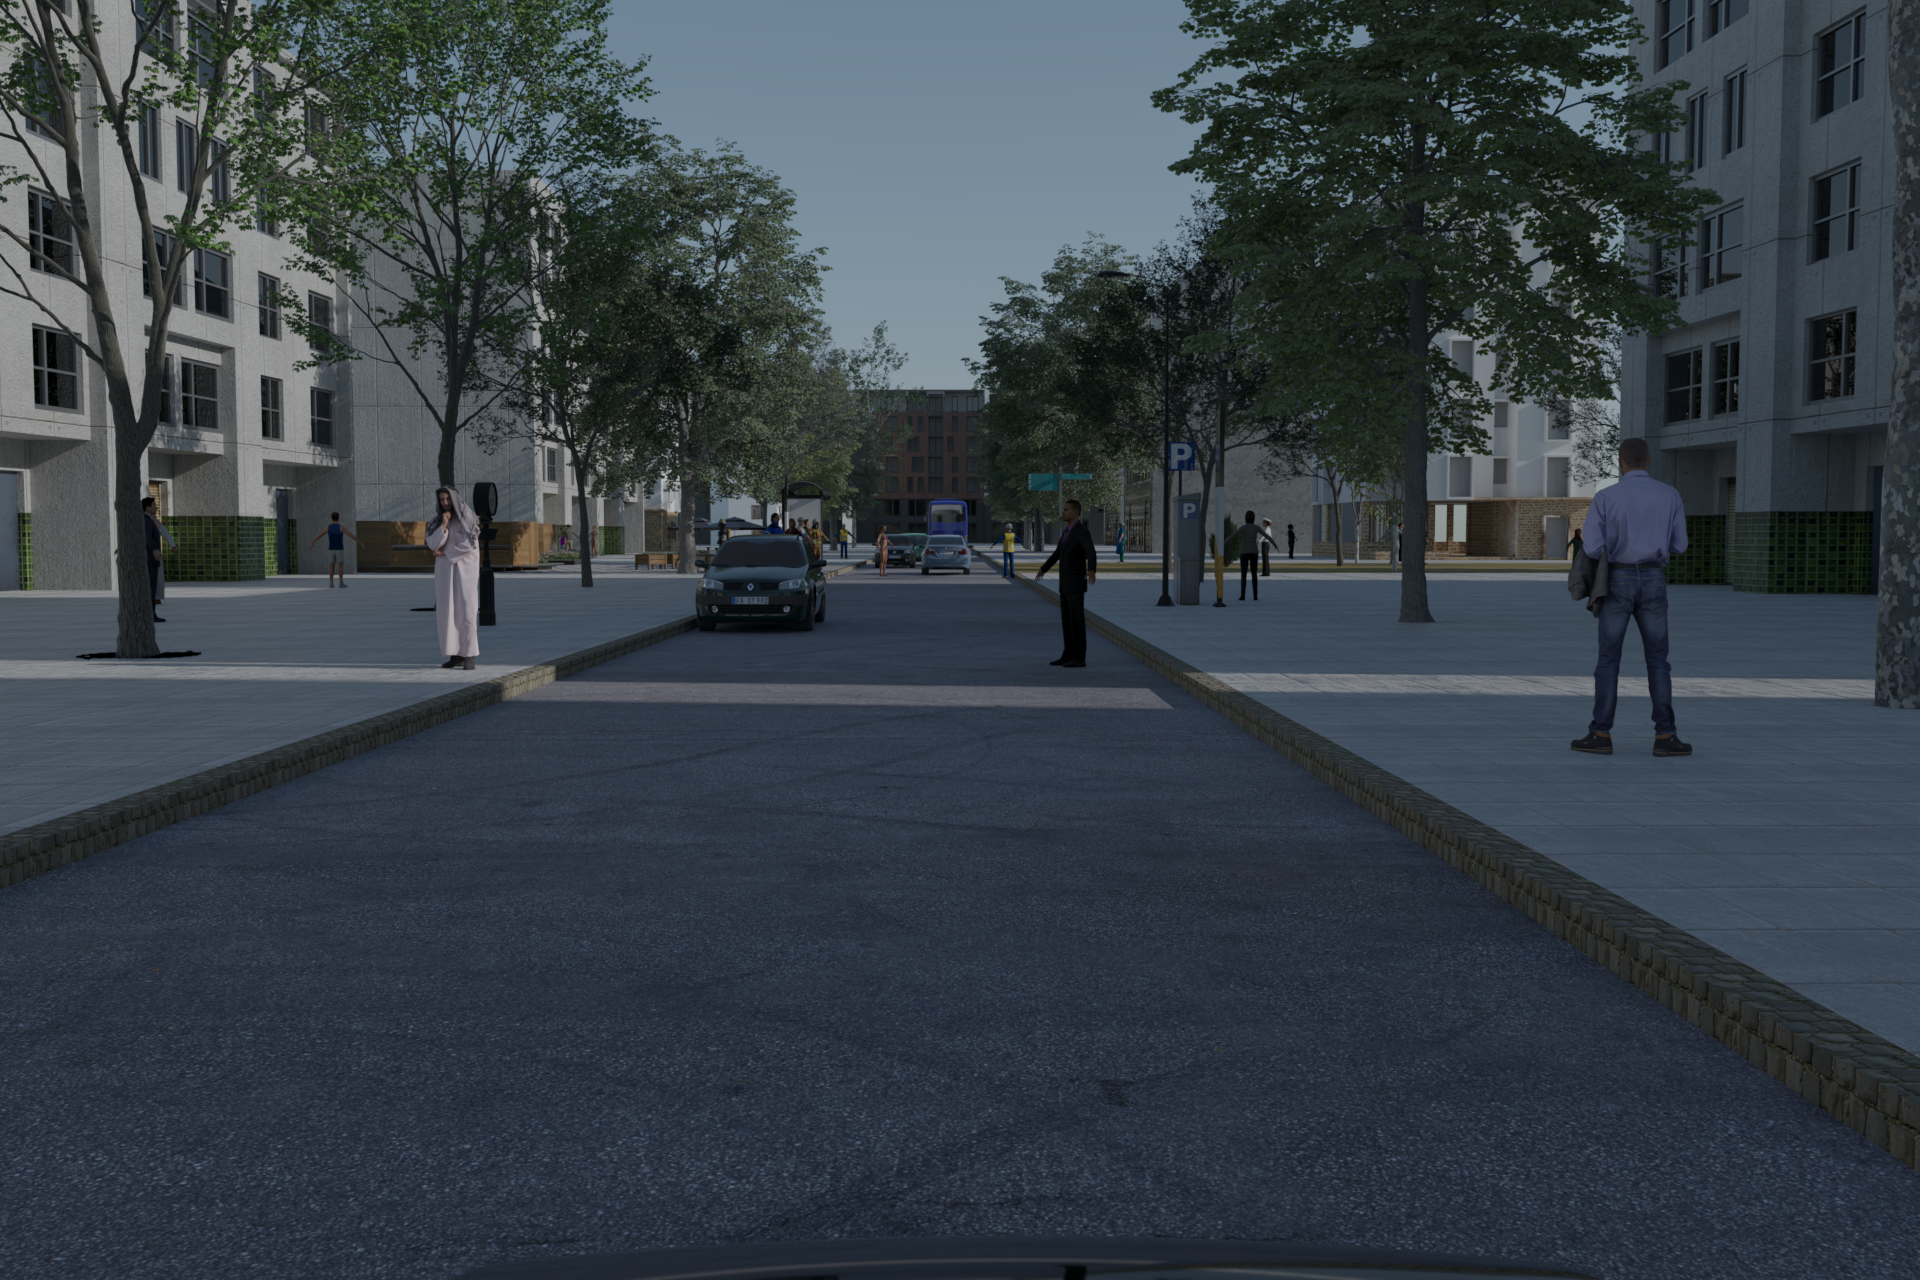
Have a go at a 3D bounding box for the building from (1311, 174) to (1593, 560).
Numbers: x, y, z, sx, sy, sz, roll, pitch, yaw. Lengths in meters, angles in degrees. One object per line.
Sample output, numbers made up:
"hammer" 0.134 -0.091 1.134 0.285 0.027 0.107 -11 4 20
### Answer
"building" 25.249 -14.752 97.608 16.016 20.090 11.380 0 4 0

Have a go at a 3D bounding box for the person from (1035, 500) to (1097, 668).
"person" 1.192 -0.615 18.732 0.704 1.802 1.346 -1 4 -23

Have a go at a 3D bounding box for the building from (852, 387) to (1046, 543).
"building" 1.161 -24.892 253.412 32.646 21.610 27.936 0 4 0

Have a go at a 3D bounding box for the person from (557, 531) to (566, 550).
"person" -18.775 -4.426 81.626 0.599 1.433 0.991 -3 4 -36

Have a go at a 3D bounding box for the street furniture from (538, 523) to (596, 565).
"street furniture" -18.870 -4.074 73.462 11.010 1.723 9.812 0 4 -7

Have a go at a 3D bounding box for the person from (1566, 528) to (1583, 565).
"person" 16.570 -2.271 46.347 0.989 1.438 0.599 -2 4 -25

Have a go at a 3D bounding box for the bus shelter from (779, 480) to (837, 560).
"bus shelter" -6.023 -4.547 68.267 2.014 3.302 5.546 0 4 -1

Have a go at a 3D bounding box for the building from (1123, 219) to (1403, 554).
"building" 21.755 -17.805 122.044 19.493 23.208 18.063 0 3 0

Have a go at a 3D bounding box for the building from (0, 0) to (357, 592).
"building" -27.712 -10.566 39.220 16.747 18.905 31.486 0 3 0

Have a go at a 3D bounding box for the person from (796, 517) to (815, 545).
"person" -5.204 -3.122 56.903 0.705 1.847 1.347 2 4 28

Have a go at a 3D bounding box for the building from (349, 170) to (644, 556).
"building" -29.395 -14.291 100.109 16.747 18.905 31.486 0 4 -1

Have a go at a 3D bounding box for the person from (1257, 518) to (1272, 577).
"person" 9.167 -2.806 52.344 0.721 1.778 1.216 2 4 25

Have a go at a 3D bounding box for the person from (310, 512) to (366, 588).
"person" -14.917 -2.158 41.444 1.345 1.807 0.704 0 4 0

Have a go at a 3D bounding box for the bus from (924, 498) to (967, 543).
"bus" -0.947 -7.769 118.575 2.896 3.916 12.251 0 4 -2

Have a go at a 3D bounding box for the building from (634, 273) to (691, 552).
"building" -26.341 -16.506 126.295 16.016 20.090 11.380 0 4 -1

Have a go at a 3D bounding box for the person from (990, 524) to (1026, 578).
"person" 1.567 -2.905 56.419 1.216 1.772 0.721 -1 4 -14

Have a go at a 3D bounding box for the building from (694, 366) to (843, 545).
"building" -29.910 -23.259 224.265 27.936 21.610 32.646 0 4 -1

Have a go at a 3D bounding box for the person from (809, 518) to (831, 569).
"person" -5.259 -3.521 63.342 0.705 1.858 1.354 3 5 40

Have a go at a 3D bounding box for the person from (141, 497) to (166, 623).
"person" -11.772 -1.173 25.231 0.704 1.823 1.345 -2 4 -27

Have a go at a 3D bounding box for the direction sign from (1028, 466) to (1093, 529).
"direction sign" 3.967 -4.831 67.755 2.525 3.948 1.411 0 4 -1

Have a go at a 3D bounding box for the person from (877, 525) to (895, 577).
"person" -2.518 -3.012 58.498 0.721 1.733 1.217 1 4 23

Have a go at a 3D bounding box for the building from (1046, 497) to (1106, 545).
"building" 24.797 -23.080 221.334 27.936 21.610 32.646 0 4 0

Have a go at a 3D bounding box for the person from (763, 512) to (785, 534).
"person" -4.694 -2.344 44.296 0.704 1.831 1.345 2 4 30

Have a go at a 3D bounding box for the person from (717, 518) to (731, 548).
"person" -8.766 -3.545 63.737 0.705 1.856 1.354 -1 4 -14

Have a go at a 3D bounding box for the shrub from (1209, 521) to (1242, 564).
"shrub" 11.511 -4.314 74.959 1.690 2.028 1.600 0 3 0

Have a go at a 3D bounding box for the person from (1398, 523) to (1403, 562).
"person" 20.363 -4.511 79.941 0.705 1.806 1.347 1 4 10

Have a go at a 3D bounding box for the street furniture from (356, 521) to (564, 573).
"street furniture" -18.577 -3.340 61.463 11.010 1.723 9.812 1 4 13

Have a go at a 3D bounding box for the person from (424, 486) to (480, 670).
"person" -4.842 -0.601 16.546 0.551 1.740 0.621 0 4 -7

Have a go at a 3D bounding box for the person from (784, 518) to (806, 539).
"person" -4.811 -2.583 49.040 1.215 1.729 0.721 2 4 30

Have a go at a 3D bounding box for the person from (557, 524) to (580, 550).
"person" -19.843 -4.986 87.795 1.348 1.796 0.705 -1 4 -19

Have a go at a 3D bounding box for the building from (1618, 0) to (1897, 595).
"building" 25.698 -9.955 29.221 16.747 18.905 31.486 0 4 0

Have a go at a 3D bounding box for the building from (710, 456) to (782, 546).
"building" -23.564 -15.404 193.998 9.099 9.664 28.070 0 4 0

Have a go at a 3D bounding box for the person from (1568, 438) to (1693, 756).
"person" 3.938 -0.262 10.188 0.709 1.838 0.599 1 4 10

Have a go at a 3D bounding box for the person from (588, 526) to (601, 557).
"person" -20.116 -5.393 94.972 1.217 1.733 0.721 2 4 34

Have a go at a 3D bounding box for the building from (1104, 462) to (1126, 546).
"building" 25.962 -21.982 190.341 19.493 23.208 18.063 0 4 0

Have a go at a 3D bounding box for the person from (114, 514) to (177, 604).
"person" -14.828 -1.560 31.651 1.347 1.811 0.704 1 4 16

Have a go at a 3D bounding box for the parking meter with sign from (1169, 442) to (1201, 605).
"parking meter with sign" 4.164 -2.184 31.976 0.543 3.016 1.738 0 3 0

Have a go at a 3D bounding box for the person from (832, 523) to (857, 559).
"person" -5.932 -5.060 88.702 1.349 1.833 0.705 -1 4 -23

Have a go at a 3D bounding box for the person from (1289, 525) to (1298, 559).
"person" 17.123 -5.031 88.970 0.721 1.740 1.216 0 4 -5

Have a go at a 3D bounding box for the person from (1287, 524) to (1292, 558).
"person" 17.721 -5.297 92.753 0.704 1.843 1.345 1 4 10

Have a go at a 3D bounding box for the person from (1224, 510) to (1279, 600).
"person" 5.592 -1.639 33.561 1.215 1.744 0.721 0 4 -2

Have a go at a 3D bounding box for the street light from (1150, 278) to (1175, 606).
"street light" 4.198 -3.555 30.660 1.470 5.913 1.316 0 3 0
